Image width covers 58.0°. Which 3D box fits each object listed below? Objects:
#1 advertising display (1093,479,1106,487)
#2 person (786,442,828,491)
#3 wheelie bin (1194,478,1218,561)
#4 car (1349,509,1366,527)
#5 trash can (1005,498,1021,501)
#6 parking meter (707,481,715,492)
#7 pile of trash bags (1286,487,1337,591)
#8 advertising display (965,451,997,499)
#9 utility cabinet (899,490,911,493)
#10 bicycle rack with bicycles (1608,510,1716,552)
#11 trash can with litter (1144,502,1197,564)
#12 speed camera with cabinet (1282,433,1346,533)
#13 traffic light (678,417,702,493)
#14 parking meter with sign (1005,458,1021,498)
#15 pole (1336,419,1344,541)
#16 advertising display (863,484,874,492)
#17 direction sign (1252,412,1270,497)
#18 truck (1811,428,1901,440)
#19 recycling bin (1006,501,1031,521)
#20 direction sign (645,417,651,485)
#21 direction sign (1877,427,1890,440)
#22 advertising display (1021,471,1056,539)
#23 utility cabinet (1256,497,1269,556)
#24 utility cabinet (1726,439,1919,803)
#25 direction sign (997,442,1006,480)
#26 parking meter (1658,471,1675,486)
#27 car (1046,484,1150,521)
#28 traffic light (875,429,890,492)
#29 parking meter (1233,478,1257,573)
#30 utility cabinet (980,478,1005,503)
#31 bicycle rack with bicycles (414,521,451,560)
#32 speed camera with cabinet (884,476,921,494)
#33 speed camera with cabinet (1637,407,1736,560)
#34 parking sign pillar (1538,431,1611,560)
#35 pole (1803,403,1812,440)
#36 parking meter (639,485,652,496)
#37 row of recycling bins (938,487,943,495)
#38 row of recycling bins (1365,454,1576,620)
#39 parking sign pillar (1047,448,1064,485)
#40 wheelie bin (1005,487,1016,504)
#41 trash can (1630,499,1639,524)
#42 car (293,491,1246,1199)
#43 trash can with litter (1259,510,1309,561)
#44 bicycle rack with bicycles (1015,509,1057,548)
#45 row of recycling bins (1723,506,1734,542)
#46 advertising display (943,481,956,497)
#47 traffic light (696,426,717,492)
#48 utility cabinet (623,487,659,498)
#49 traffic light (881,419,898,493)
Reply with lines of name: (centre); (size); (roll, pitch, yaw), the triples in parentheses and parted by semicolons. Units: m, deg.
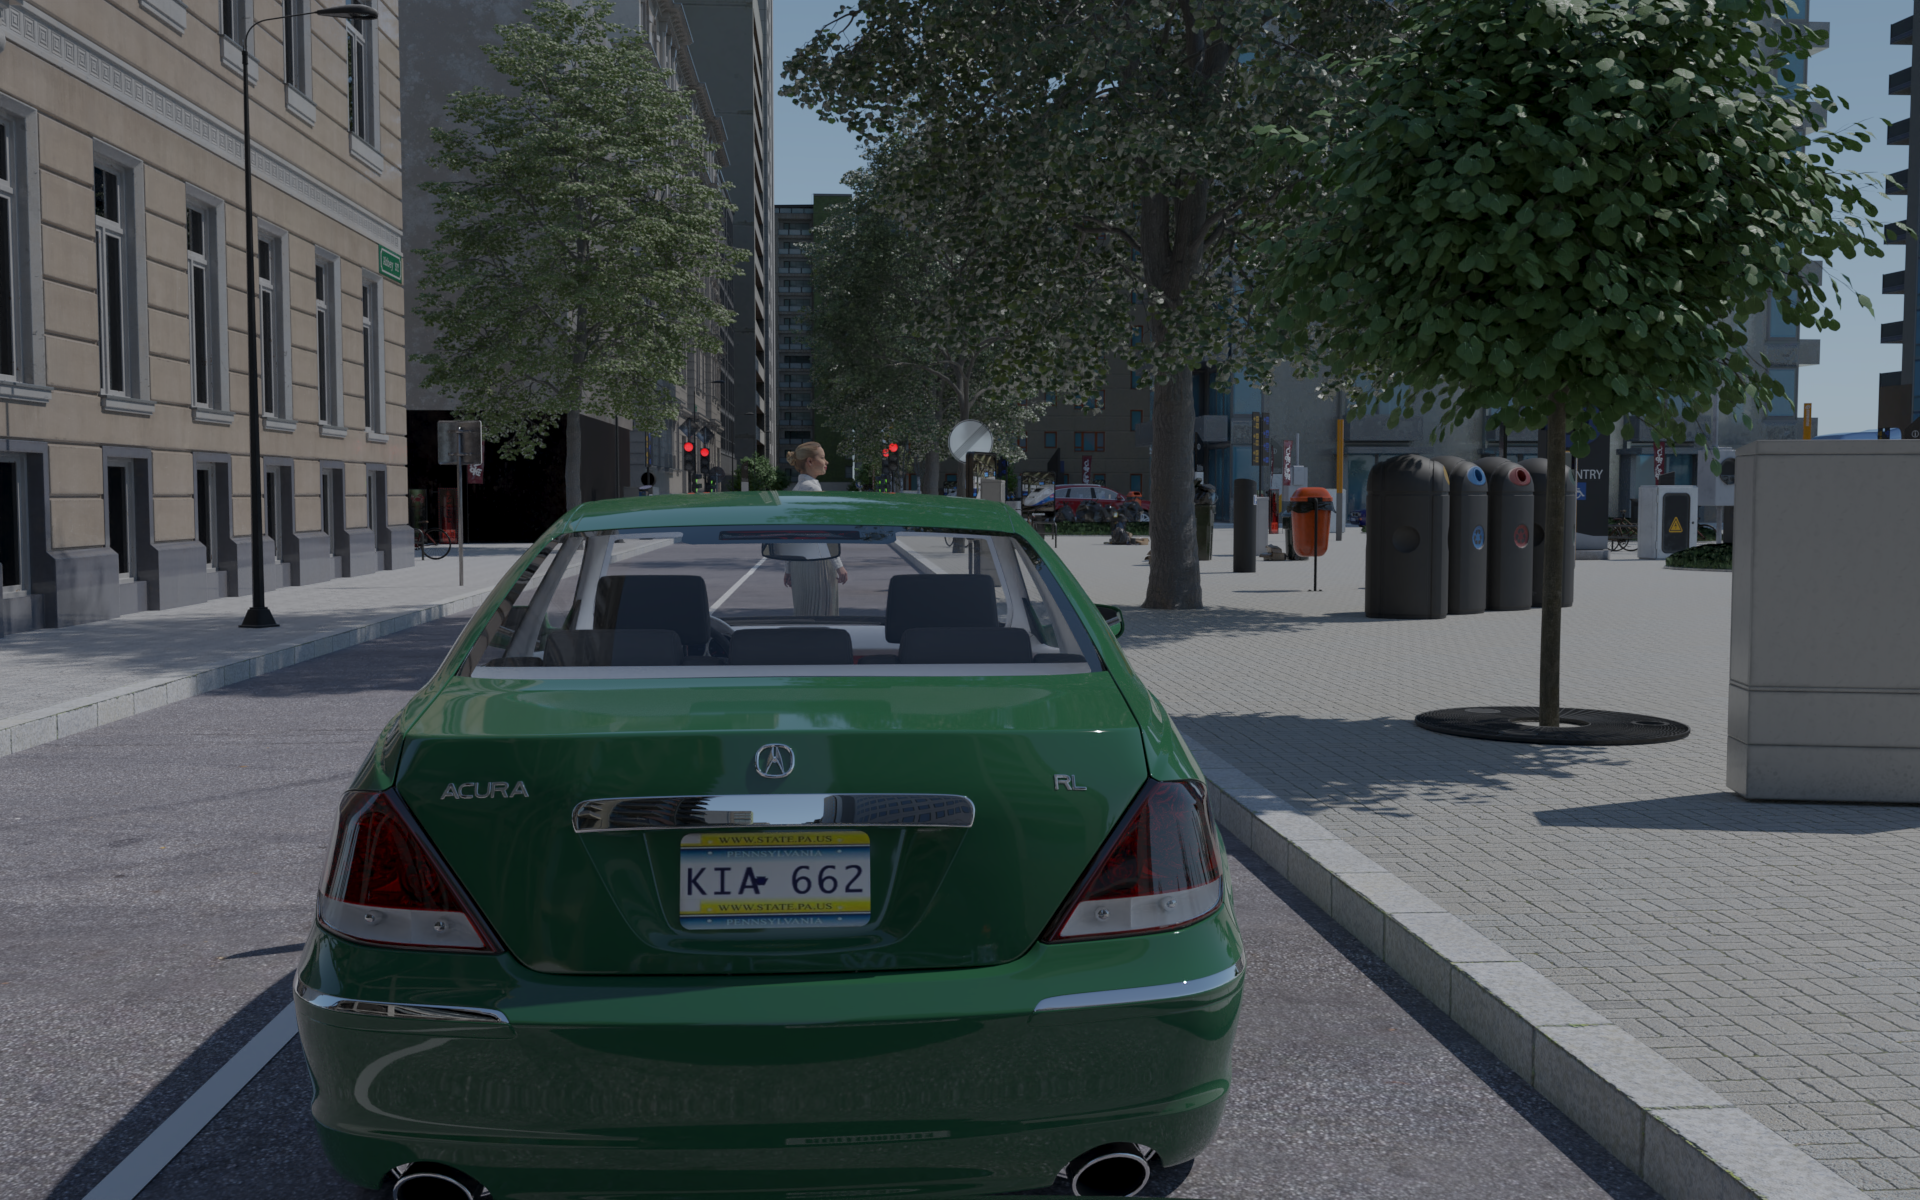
advertising display: (6.184, -4.390, 76.988); (0.123, 1.923, 0.974); (2, 4, 34)
person: (-1.102, -0.211, 12.171); (0.641, 1.798, 0.478); (-1, 4, -11)
wheelie bin: (4.625, -1.571, 33.589); (0.693, 1.594, 0.980); (1, 4, 15)
car: (17.481, -3.428, 68.626); (3.894, 1.354, 1.945); (0, 4, -4)
trash can: (2.191, -3.654, 71.391); (0.748, 1.137, 0.748); (0, 3, 0)
parking meter: (-10.647, -4.166, 73.824); (0.399, 1.863, 0.255); (-2, 4, -30)
pile of trash bags: (6.082, -0.818, 23.119); (3.447, 1.369, 1.912); (0, 4, -3)
advertising display: (0.327, -1.300, 26.469); (0.123, 1.923, 0.974); (1, 4, 23)
utility cabinet: (-3.362, -5.632, 100.759); (1.173, 1.500, 0.318); (-3, 5, -44)
bicycle rack with bicycles: (14.856, -1.512, 38.111); (2.925, 0.926, 2.852); (3, 5, 39)
trash can with litter: (3.801, -1.235, 31.574); (0.624, 1.170, 1.055); (-3, 5, -41)
speed camera with cabinet: (11.625, -3.826, 56.889); (2.038, 3.252, 0.660); (-1, 4, -14)
traffic light: (-9.813, -4.528, 62.959); (0.839, 4.253, 0.868); (0, 4, -4)
parking meter with sign: (2.790, -4.693, 72.997); (1.738, 3.016, 0.543); (0, 4, 5)
pole: (10.396, -3.277, 47.418); (0.158, 3.312, 0.155); (0, 3, 0)
advertising display: (-5.864, -6.458, 110.803); (0.123, 1.923, 0.974); (3, 4, 37)
direction sign: (8.312, -3.422, 47.946); (0.379, 3.537, 0.876); (3, 5, 40)
truck: (43.740, -5.013, 71.722); (18.799, 4.110, 2.967); (0, 4, -4)
recycling bin: (2.112, -3.025, 62.007); (0.722, 1.027, 0.722); (-2, 4, -34)
direction sign: (-9.032, -3.559, 50.187); (0.379, 3.537, 0.876); (0, 4, -1)
direction sign: (31.520, -4.110, 59.189); (0.379, 3.537, 0.876); (0, 4, 5)
advertising display: (2.206, -2.672, 48.902); (0.974, 1.923, 0.123); (0, 4, -6)
utility cabinet: (6.164, -1.537, 36.300); (0.306, 1.237, 1.020); (0, 4, -8)
utility cabinet: (3.861, 0.091, 7.199); (1.173, 1.500, 0.318); (1, 4, 9)
direction sign: (1.716, -5.029, 74.221); (0.379, 3.537, 0.876); (-3, 4, -36)
parking meter: (18.182, -2.381, 44.647); (0.399, 1.863, 0.255); (1, 4, 11)
car: (5.300, -3.588, 67.331); (5.304, 1.827, 2.281); (0, 4, -3)
traffic light: (-3.068, -5.050, 71.484); (0.839, 4.253, 0.868); (0, 4, -4)
parking meter: (4.659, -1.218, 28.325); (0.372, 1.533, 0.369); (0, 3, 0)
utility cabinet: (0.475, -0.962, 24.404); (0.318, 1.500, 1.173); (0, 4, 4)
bicycle rack with bicycles: (-11.489, -1.189, 32.817); (2.925, 0.926, 2.852); (0, 4, 7)
speed camera with cabinet: (-3.073, -5.904, 90.858); (2.038, 3.252, 0.660); (0, 4, -8)
speed camera with cabinet: (14.397, -2.431, 34.079); (2.038, 3.252, 0.660); (-1, 4, -17)
parking sign pillar: (12.101, -2.794, 34.159); (1.447, 3.967, 1.447); (0, 4, -4)
pole: (18.974, -2.753, 38.861); (0.158, 3.312, 0.155); (0, 3, 0)
parking meter: (-8.818, -2.459, 48.618); (0.372, 1.533, 0.369); (0, 3, 0)
row of recycling bins: (0.416, -5.619, 98.989); (3.534, 1.692, 1.069); (-1, 4, -10)
row of recycling bins: (5.596, -0.726, 18.983); (3.534, 1.692, 1.069); (-3, 5, -43)
parking sign pillar: (5.606, -6.912, 101.481); (1.447, 3.967, 1.447); (-2, 4, -26)
wheelie bin: (2.862, -5.629, 99.942); (0.980, 1.594, 0.693); (3, 5, 45)
trash can: (21.682, -2.661, 55.158); (0.748, 1.137, 0.748); (0, 3, 0)
car: (-0.470, 0.409, 5.111); (2.131, 1.459, 4.920); (0, 4, -4)
trash can with litter: (6.329, -1.342, 33.321); (1.055, 1.170, 0.624); (-2, 4, -25)
bicycle rack with bicycles: (1.092, -1.722, 41.537); (2.852, 0.926, 2.925); (-1, 4, -17)
row of recycling bins: (20.509, -2.197, 43.035); (1.069, 1.692, 3.534); (-2, 4, -26)
advertising display: (-0.324, -4.867, 84.793); (0.974, 1.923, 0.123); (0, 4, 7)
traffic light: (-10.408, -5.015, 70.922); (0.839, 4.253, 0.868); (0, 4, -4)
utility cabinet: (-9.689, -2.695, 52.738); (1.173, 1.500, 0.318); (2, 4, 31)
traffic light: (-2.473, -4.563, 63.521); (0.839, 4.253, 0.868); (0, 4, -4)
